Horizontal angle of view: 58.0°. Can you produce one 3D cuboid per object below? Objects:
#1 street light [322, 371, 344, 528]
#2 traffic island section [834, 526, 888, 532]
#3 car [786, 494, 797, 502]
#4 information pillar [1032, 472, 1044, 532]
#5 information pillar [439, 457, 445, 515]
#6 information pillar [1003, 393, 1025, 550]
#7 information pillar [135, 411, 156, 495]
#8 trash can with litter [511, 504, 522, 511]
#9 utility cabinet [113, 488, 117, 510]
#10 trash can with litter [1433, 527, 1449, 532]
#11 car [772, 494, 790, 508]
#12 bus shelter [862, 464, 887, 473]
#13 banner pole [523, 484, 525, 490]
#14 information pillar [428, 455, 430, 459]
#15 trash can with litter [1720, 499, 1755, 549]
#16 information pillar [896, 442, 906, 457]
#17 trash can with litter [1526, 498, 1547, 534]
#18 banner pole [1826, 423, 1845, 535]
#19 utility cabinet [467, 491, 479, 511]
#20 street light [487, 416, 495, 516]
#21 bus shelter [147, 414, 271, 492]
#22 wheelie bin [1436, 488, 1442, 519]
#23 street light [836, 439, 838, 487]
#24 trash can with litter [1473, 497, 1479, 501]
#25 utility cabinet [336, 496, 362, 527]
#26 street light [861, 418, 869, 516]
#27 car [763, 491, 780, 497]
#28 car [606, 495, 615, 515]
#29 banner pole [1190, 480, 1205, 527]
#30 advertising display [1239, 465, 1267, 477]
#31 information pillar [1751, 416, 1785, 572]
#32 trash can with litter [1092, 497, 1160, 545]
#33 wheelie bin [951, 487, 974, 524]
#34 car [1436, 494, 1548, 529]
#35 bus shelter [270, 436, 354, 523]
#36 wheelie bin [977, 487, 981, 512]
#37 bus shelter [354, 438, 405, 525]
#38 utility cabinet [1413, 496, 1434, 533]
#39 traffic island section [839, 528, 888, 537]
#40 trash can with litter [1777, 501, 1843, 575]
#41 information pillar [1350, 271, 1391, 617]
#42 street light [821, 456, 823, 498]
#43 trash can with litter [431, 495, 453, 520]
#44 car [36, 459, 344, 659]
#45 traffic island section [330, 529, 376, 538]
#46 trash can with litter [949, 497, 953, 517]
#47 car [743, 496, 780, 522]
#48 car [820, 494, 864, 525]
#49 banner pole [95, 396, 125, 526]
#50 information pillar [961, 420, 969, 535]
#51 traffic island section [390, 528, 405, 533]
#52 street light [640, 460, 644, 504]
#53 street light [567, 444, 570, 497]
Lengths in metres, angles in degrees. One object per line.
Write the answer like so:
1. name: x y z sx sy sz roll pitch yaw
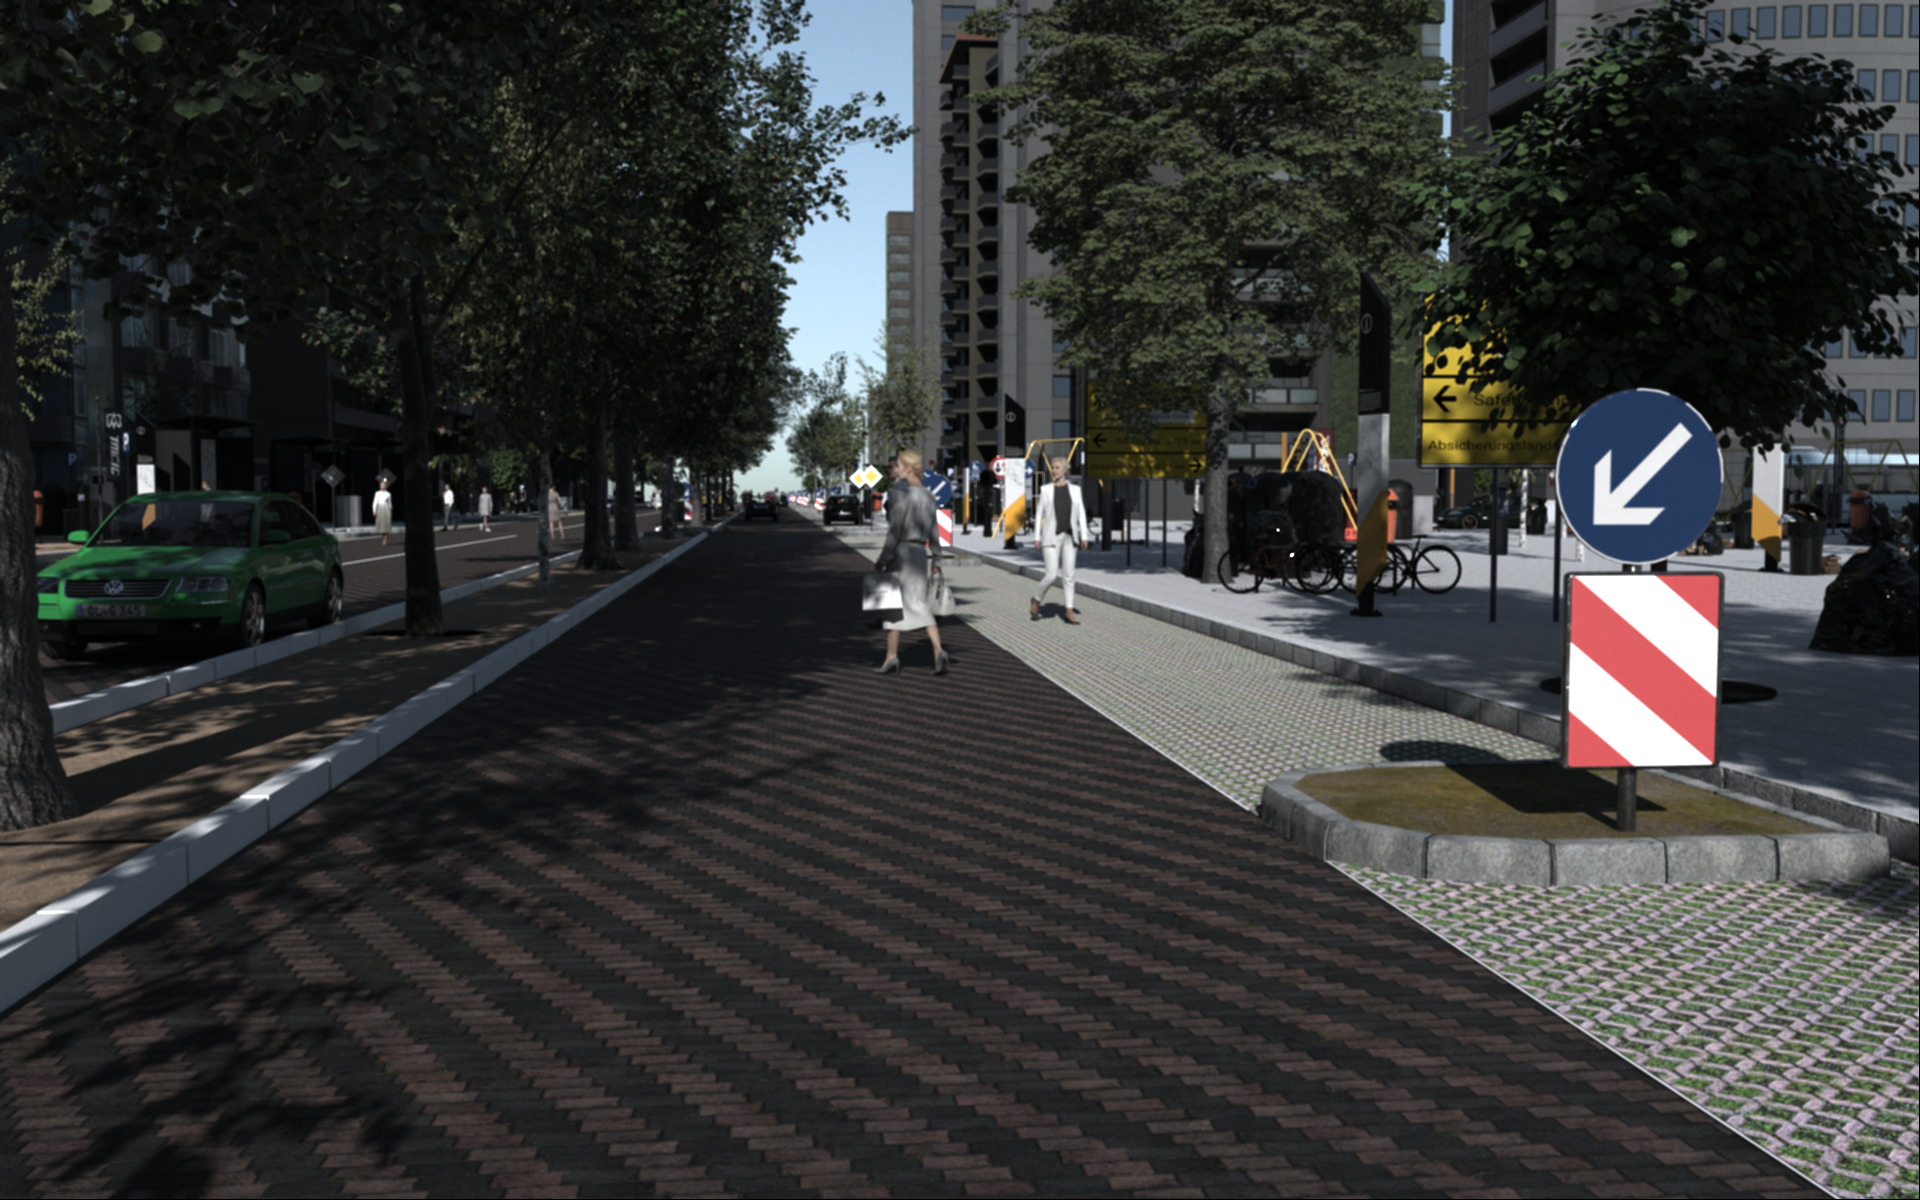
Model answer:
1. street light: -23.604 -5.660 65.328 0.468 5.910 1.993 0 4 -6
2. traffic island section: -3.883 -2.757 67.362 2.009 0.180 2.903 0 4 -6
3. car: -27.652 -16.724 283.034 1.945 1.707 3.694 0 4 -8
4. information pillar: 2.606 -3.274 58.017 0.304 2.012 0.304 -2 4 -30
5. information pillar: -31.273 -6.919 104.484 0.504 3.616 0.183 3 5 41
6. information pillar: 1.258 -2.979 40.053 0.504 3.616 0.183 0 4 6
7. information pillar: -22.879 -3.505 48.669 0.504 3.616 0.183 0 4 -2
8. trash can with litter: -32.755 -7.182 128.491 2.233 1.210 1.678 1 4 19
9. utility cabinet: -31.799 -3.435 64.848 0.318 1.500 1.173 -2 4 -30
10. trash can with litter: 15.927 -2.937 59.079 2.233 1.210 1.678 -2 4 -29
11. car: -18.074 -10.017 173.561 2.009 1.686 4.222 0 4 -5
12. bus shelter: -6.694 -8.913 137.012 1.731 3.624 6.357 0 4 -6
13. banner pole: -34.769 -8.983 136.892 0.863 3.779 0.401 1 4 17
14. information pillar: -29.814 -6.473 97.193 0.183 3.616 0.504 -2 4 -26
15. trash can with litter: 18.072 -1.768 40.291 1.055 1.170 0.624 -1 4 -13
16. information pillar: -2.621 -5.289 77.824 0.504 3.616 0.183 2 4 26
17. trash can with litter: 18.253 -2.681 55.225 0.624 1.170 1.055 -1 4 -12
18. banner pole: 27.641 -3.945 54.524 0.401 3.779 0.863 0 4 5
19. utility cabinet: -36.556 -7.465 130.723 1.173 1.500 0.318 -2 4 -31
20. street light: -27.902 -7.985 103.335 0.468 5.910 1.993 0 4 -6
21. bus shelter: -23.291 -3.820 53.736 1.731 3.624 6.357 0 4 -6
22. wheelie bin: 23.719 -4.762 85.774 0.980 1.594 0.693 -3 5 -45
23. street light: -10.074 -10.312 141.385 0.468 5.910 1.993 0 4 -6
24. trash can with litter: 22.066 -3.764 72.930 1.055 1.170 0.624 -1 4 -21
25. utility cabinet: -23.688 -3.412 66.956 1.020 1.237 0.306 0 4 6
26. street light: -5.722 -7.988 103.383 0.468 5.910 1.993 0 4 -6
27. car: -22.063 -11.962 204.253 2.281 1.827 5.304 0 4 -8
28. car: -24.782 -6.606 120.596 1.945 1.354 3.894 0 4 -5
29. banner pole: 9.433 -4.785 68.246 0.401 3.779 0.863 -3 4 -37
30. advertising display: 6.588 -2.067 39.005 0.123 1.923 0.974 3 5 43
31. information pillar: 13.327 -2.273 28.518 0.183 3.616 0.504 -3 4 -38
32. trash can with litter: 4.153 -2.023 44.129 1.678 1.210 2.233 -2 4 -34
33. wheelie bin: 0.068 -3.990 73.140 0.693 1.594 0.980 1 4 12
34. car: 20.641 -3.509 67.153 4.222 1.686 2.009 0 4 -6
35. bus shelter: -27.257 -4.983 72.762 1.731 3.624 6.357 0 4 -6
36. wheelie bin: 0.521 -4.171 76.106 0.980 1.594 0.693 3 5 39
37. bus shelter: -25.302 -5.174 75.877 1.731 3.624 6.357 0 4 -6
38. utility cabinet: 15.099 -2.791 56.795 1.020 1.237 0.306 -3 5 -40
39. traffic island section: -3.015 -2.272 59.424 2.009 0.180 2.903 0 4 -6
40. trash can with litter: 13.581 -0.992 27.605 1.055 1.170 0.624 -2 4 -34
41. information pillar: 4.305 -1.634 18.070 0.183 3.616 0.504 -1 4 -18
42. street light: -14.284 -12.664 179.847 0.468 5.910 1.993 0 4 -6
43. trash can with litter: -26.726 -4.641 86.938 2.233 1.210 1.678 1 4 9
44. car: -7.219 -0.473 16.525 1.959 1.807 4.718 0 4 -6
45. traffic island section: -20.801 -2.153 57.490 2.009 0.180 2.903 0 4 -6
46. trash can with litter: -0.642 -4.501 84.985 0.624 1.170 1.055 0 4 0
47. car: -10.496 -4.835 91.630 1.945 1.354 3.894 0 4 -5
48. car: -5.418 -4.295 80.004 2.009 1.686 4.222 0 4 -7
49. banner pole: -21.921 -3.339 44.617 0.401 3.779 0.863 3 5 42
50. information pillar: 0.183 -3.876 54.725 0.183 3.616 0.504 -1 4 -13
51. traffic island section: -21.669 -2.639 65.428 2.009 0.180 2.903 0 4 -6
52. street light: -41.095 -15.369 224.072 0.468 5.910 1.993 0 4 -6
53. street light: -32.099 -10.338 141.815 0.468 5.910 1.993 0 4 -6
